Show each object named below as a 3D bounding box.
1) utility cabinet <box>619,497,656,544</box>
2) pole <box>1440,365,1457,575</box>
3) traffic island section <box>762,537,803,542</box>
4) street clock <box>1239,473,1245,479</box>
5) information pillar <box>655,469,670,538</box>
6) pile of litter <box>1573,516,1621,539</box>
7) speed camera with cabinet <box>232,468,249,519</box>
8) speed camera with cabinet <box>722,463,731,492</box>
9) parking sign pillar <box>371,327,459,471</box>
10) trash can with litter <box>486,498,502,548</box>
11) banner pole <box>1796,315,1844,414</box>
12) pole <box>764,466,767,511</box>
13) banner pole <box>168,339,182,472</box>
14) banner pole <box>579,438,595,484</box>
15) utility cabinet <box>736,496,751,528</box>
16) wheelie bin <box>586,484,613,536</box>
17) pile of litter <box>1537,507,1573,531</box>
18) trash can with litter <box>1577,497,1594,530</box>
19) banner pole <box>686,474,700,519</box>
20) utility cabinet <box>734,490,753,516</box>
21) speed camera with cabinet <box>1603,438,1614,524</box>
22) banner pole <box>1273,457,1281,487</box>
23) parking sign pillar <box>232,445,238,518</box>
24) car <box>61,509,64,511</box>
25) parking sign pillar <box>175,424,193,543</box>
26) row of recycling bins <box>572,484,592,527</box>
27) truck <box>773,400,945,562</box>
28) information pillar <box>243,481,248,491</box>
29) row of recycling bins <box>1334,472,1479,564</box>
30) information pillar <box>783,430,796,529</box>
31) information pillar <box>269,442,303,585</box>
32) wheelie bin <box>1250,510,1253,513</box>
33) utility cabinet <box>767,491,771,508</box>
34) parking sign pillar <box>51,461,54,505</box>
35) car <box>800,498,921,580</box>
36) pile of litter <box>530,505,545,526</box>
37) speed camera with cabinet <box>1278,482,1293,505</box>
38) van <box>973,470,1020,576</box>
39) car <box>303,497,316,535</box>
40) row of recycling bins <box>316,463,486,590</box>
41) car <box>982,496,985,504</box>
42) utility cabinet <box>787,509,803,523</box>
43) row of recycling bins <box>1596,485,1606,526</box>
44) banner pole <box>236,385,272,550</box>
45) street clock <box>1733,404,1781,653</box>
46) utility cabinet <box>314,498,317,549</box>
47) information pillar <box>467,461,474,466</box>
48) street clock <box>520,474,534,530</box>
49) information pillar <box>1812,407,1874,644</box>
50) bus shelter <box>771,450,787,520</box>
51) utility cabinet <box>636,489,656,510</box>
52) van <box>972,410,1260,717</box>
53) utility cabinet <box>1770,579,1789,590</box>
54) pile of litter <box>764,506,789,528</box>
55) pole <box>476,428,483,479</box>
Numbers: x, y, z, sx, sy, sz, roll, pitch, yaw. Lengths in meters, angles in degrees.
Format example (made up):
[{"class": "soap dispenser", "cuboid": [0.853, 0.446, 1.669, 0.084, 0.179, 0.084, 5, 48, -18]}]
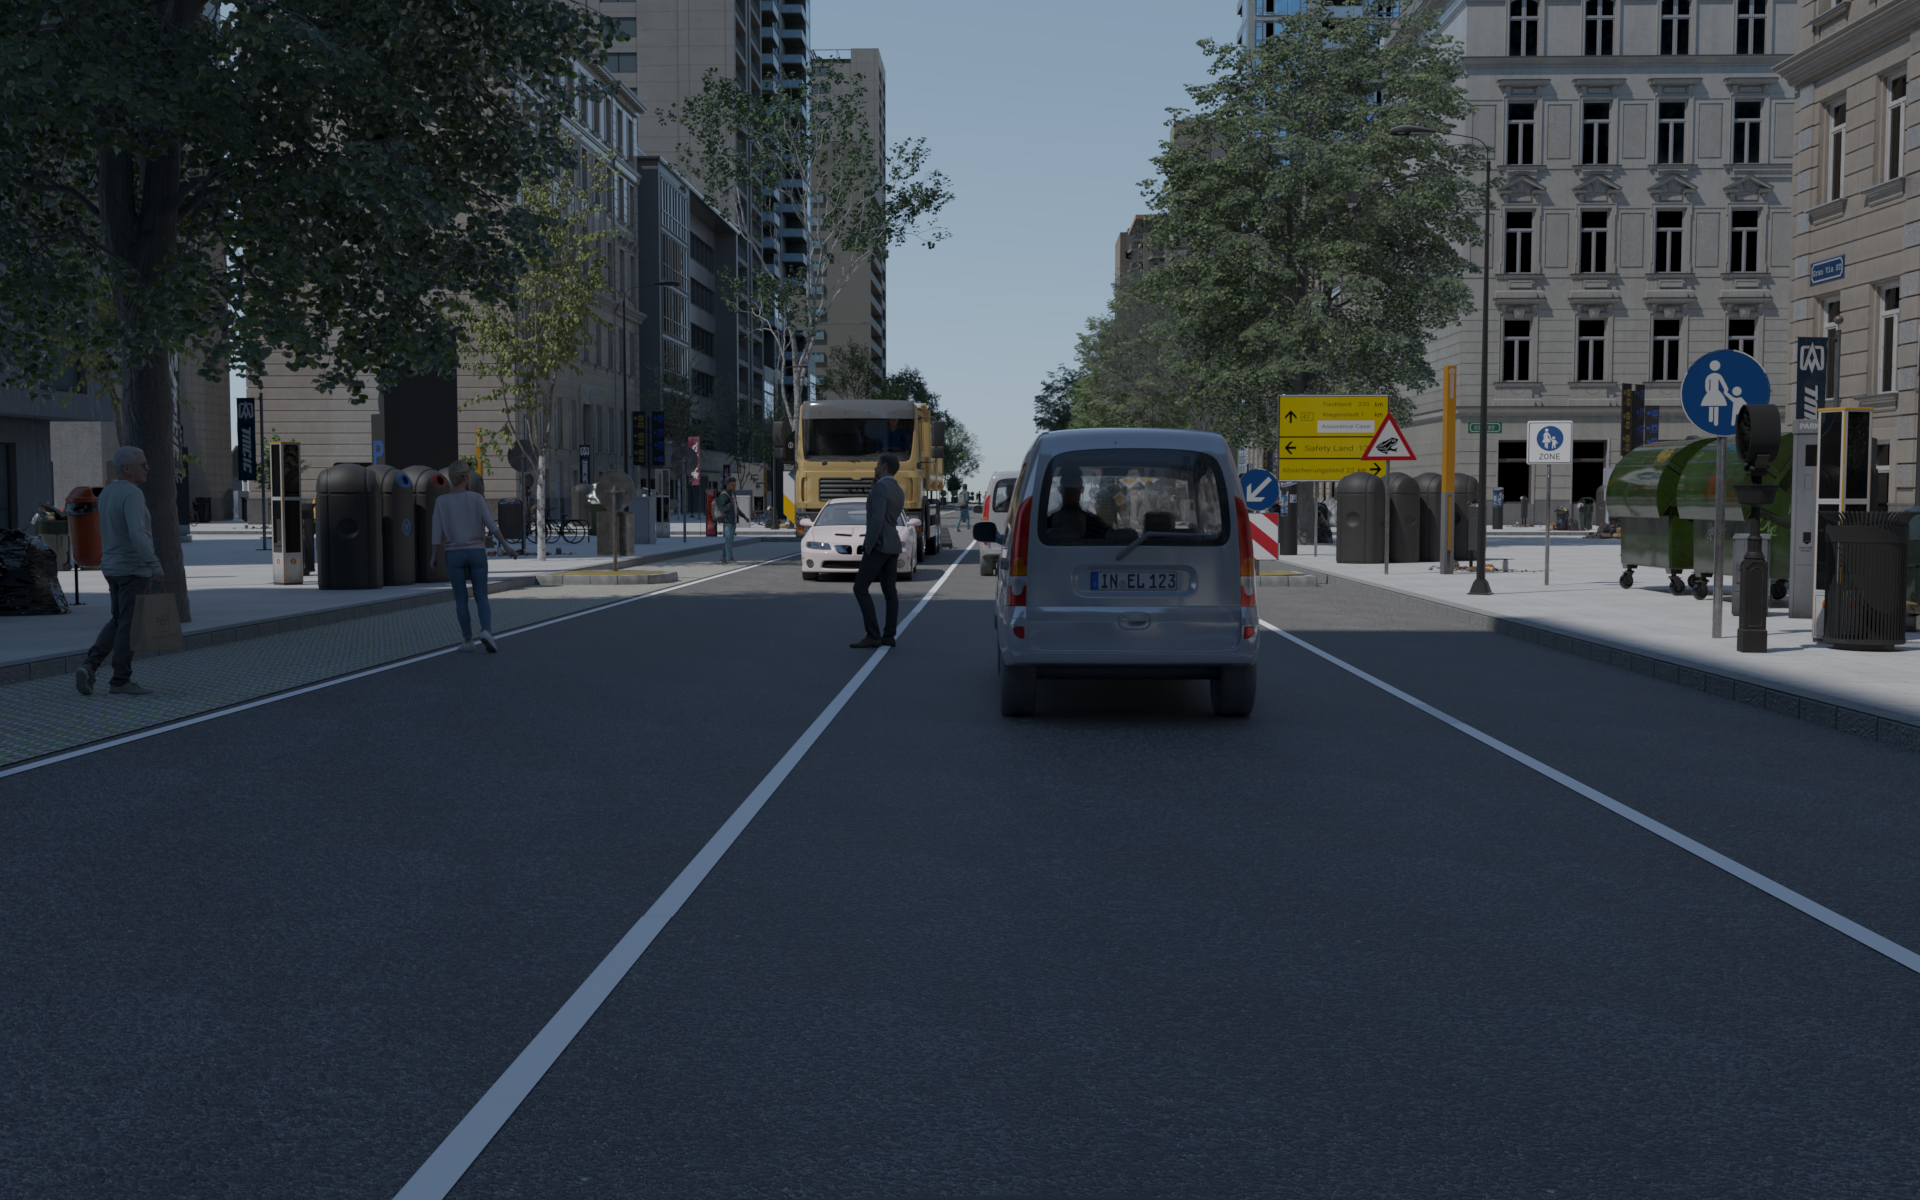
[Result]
[{"class": "utility cabinet", "cuboid": [-8.303, -2.043, 44.561, 1.020, 1.237, 0.306, 2, 4, 30]}, {"class": "pole", "cuboid": [7.780, -2.064, 27.591, 0.158, 3.312, 0.155, 0, 3, 0]}, {"class": "traffic island section", "cuboid": [-4.863, -1.865, 52.777, 2.009, 0.180, 2.903, 0, 4, 2]}, {"class": "street clock", "cuboid": [9.844, -3.388, 59.972, 0.358, 2.002, 0.471, -2, 4, -35]}, {"class": "information pillar", "cuboid": [-8.695, -2.824, 50.663, 0.304, 2.012, 0.304, 3, 5, 40]}, {"class": "pile of litter", "cuboid": [18.780, -2.188, 49.744, 1.176, 0.858, 1.719, -2, 4, -33]}, {"class": "speed camera with cabinet", "cuboid": [-37.846, -5.906, 90.905, 0.660, 3.252, 2.038, -3, 4, -36]}, {"class": "speed camera with cabinet", "cuboid": [-14.374, -7.055, 109.686, 0.660, 3.252, 2.038, 1, 4, 21]}, {"class": "parking sign pillar", "cuboid": [-8.677, -2.393, 27.600, 1.447, 3.967, 1.447, 3, 5, 42]}, {"class": "trash can with litter", "cuboid": [-11.501, -1.812, 41.016, 0.624, 1.170, 1.055, 2, 4, 24]}, {"class": "banner pole", "cuboid": [12.081, -2.099, 24.334, 0.863, 3.779, 0.401, -1, 4, -9]}, {"class": "pole", "cuboid": [-14.034, -8.024, 125.028, 0.158, 3.312, 0.155, 0, 3, 0]}, {"class": "banner pole", "cuboid": [-10.957, -2.083, 24.075, 0.401, 3.779, 0.863, 0, 4, -6]}, {"class": "banner pole", "cuboid": [-16.549, -5.333, 77.209, 0.863, 3.779, 0.401, -1, 4, -12]}, {"class": "utility cabinet", "cuboid": [-8.507, -3.351, 65.945, 1.020, 1.237, 0.306, 0, 4, 1]}, {"class": "wheelie bin", "cuboid": [-11.051, -2.779, 53.341, 0.980, 1.594, 0.693, 1, 4, 14]}, {"class": "pile of litter", "cuboid": [21.116, -2.856, 60.657, 1.176, 0.858, 1.719, -3, 5, -44]}, {"class": "trash can with litter", "cuboid": [22.457, -3.118, 62.366, 0.624, 1.170, 1.055, 1, 4, 10]}, {"class": "banner pole", "cuboid": [-13.489, -5.985, 87.865, 0.863, 3.779, 0.401, 0, 4, -6]}, {"class": "utility cabinet", "cuboid": [-11.172, -4.869, 88.288, 1.173, 1.500, 0.318, -1, 4, -14]}, {"class": "speed camera with cabinet", "cuboid": [22.883, -4.040, 60.383, 0.660, 3.252, 2.038, 1, 4, 13]}, {"class": "banner pole", "cuboid": [18.949, -6.952, 103.677, 0.863, 3.779, 0.401, 0, 4, 4]}, {"class": "parking sign pillar", "cuboid": [-40.104, -6.525, 95.163, 1.447, 3.967, 1.447, 0, 4, 2]}, {"class": "car", "cuboid": [-27.824, -2.937, 57.056, 4.494, 1.783, 2.155, 0, 4, 3]}, {"class": "parking sign pillar", "cuboid": [-21.153, -3.508, 45.834, 1.447, 3.967, 1.447, 3, 5, 43]}, {"class": "row of recycling bins", "cuboid": [-15.122, -3.828, 69.702, 1.069, 1.692, 3.534, -1, 4, -13]}, {"class": "truck", "cuboid": [-1.890, -2.604, 38.503, 3.469, 3.379, 9.791, 0, 4, 2]}, {"class": "information pillar", "cuboid": [-49.292, -7.836, 119.473, 0.183, 3.616, 0.504, 0, 4, 6]}, {"class": "row of recycling bins", "cuboid": [8.561, -1.572, 32.809, 3.534, 1.692, 1.069, -2, 4, -35]}, {"class": "information pillar", "cuboid": [-6.234, -4.410, 63.464, 0.504, 3.616, 0.183, 2, 4, 26]}, {"class": "information pillar", "cuboid": [-9.499, -1.220, 24.435, 0.304, 2.012, 0.304, 3, 4, 39]}, {"class": "wheelie bin", "cuboid": [17.680, -5.996, 105.939, 0.693, 1.594, 0.980, 0, 4, -7]}, {"class": "utility cabinet", "cuboid": [-14.400, -7.594, 132.846, 0.318, 1.500, 1.173, 2, 4, 25]}, {"class": "parking sign pillar", "cuboid": [-57.576, -7.284, 107.570, 1.447, 3.967, 1.447, 1, 4, 23]}, {"class": "car", "cuboid": [-1.707, -1.095, 30.267, 2.083, 1.381, 4.827, 0, 4, 0]}, {"class": "pile of litter", "cuboid": [-17.595, -3.473, 70.753, 1.176, 0.858, 1.719, 2, 4, 30]}, {"class": "speed camera with cabinet", "cuboid": [15.215, -5.354, 81.877, 2.038, 3.252, 0.660, -1, 4, -12]}, {"class": "van", "cuboid": [1.218, -1.507, 31.648, 2.013, 2.044, 4.112, 0, 4, 2]}, {"class": "car", "cuboid": [-19.736, -2.885, 57.397, 3.980, 1.641, 2.015, 0, 4, 3]}, {"class": "row of recycling bins", "cuboid": [-7.967, -1.079, 24.748, 1.069, 1.692, 3.534, 1, 4, 15]}, {"class": "car", "cuboid": [4.124, -14.015, 241.510, 2.083, 1.381, 4.827, 0, 4, 1]}, {"class": "utility cabinet", "cuboid": [-7.192, -4.046, 77.314, 1.020, 1.237, 0.306, -1, 4, -13]}, {"class": "row of recycling bins", "cuboid": [26.245, -3.716, 67.868, 1.069, 1.692, 3.534, -1, 4, -19]}, {"class": "banner pole", "cuboid": [-16.113, -3.027, 39.508, 0.863, 3.779, 0.401, 1, 4, 11]}, {"class": "street clock", "cuboid": [6.429, -0.577, 14.003, 0.358, 2.002, 0.471, 1, 4, 10]}, {"class": "utility cabinet", "cuboid": [-14.561, -1.794, 40.486, 0.306, 1.237, 1.020, 2, 4, 32]}, {"class": "information pillar", "cuboid": [-10.848, -2.059, 38.164, 0.304, 2.012, 0.304, -1, 4, -13]}, {"class": "street clock", "cuboid": [-15.435, -3.498, 61.758, 0.358, 2.002, 0.471, 2, 4, 30]}, {"class": "information pillar", "cuboid": [7.563, -0.634, 14.852, 0.304, 2.012, 0.304, -1, 4, -18]}, {"class": "bus shelter", "cuboid": [-8.351, -5.929, 88.215, 1.731, 3.624, 6.357, 0, 4, 2]}, {"class": "utility cabinet", "cuboid": [-14.764, -4.493, 82.132, 1.173, 1.500, 0.318, -1, 4, -10]}, {"class": "van", "cuboid": [1.091, -0.337, 12.527, 2.013, 2.044, 4.112, 0, 4, 1]}, {"class": "utility cabinet", "cuboid": [11.101, -0.763, 23.645, 0.306, 1.237, 1.020, -2, 4, -23]}, {"class": "pile of litter", "cuboid": [-6.864, -3.139, 65.285, 1.176, 0.858, 1.719, 1, 4, 9]}, {"class": "pole", "cuboid": [-14.775, -3.637, 53.311, 0.158, 3.312, 0.155, 0, 3, 0]}]
